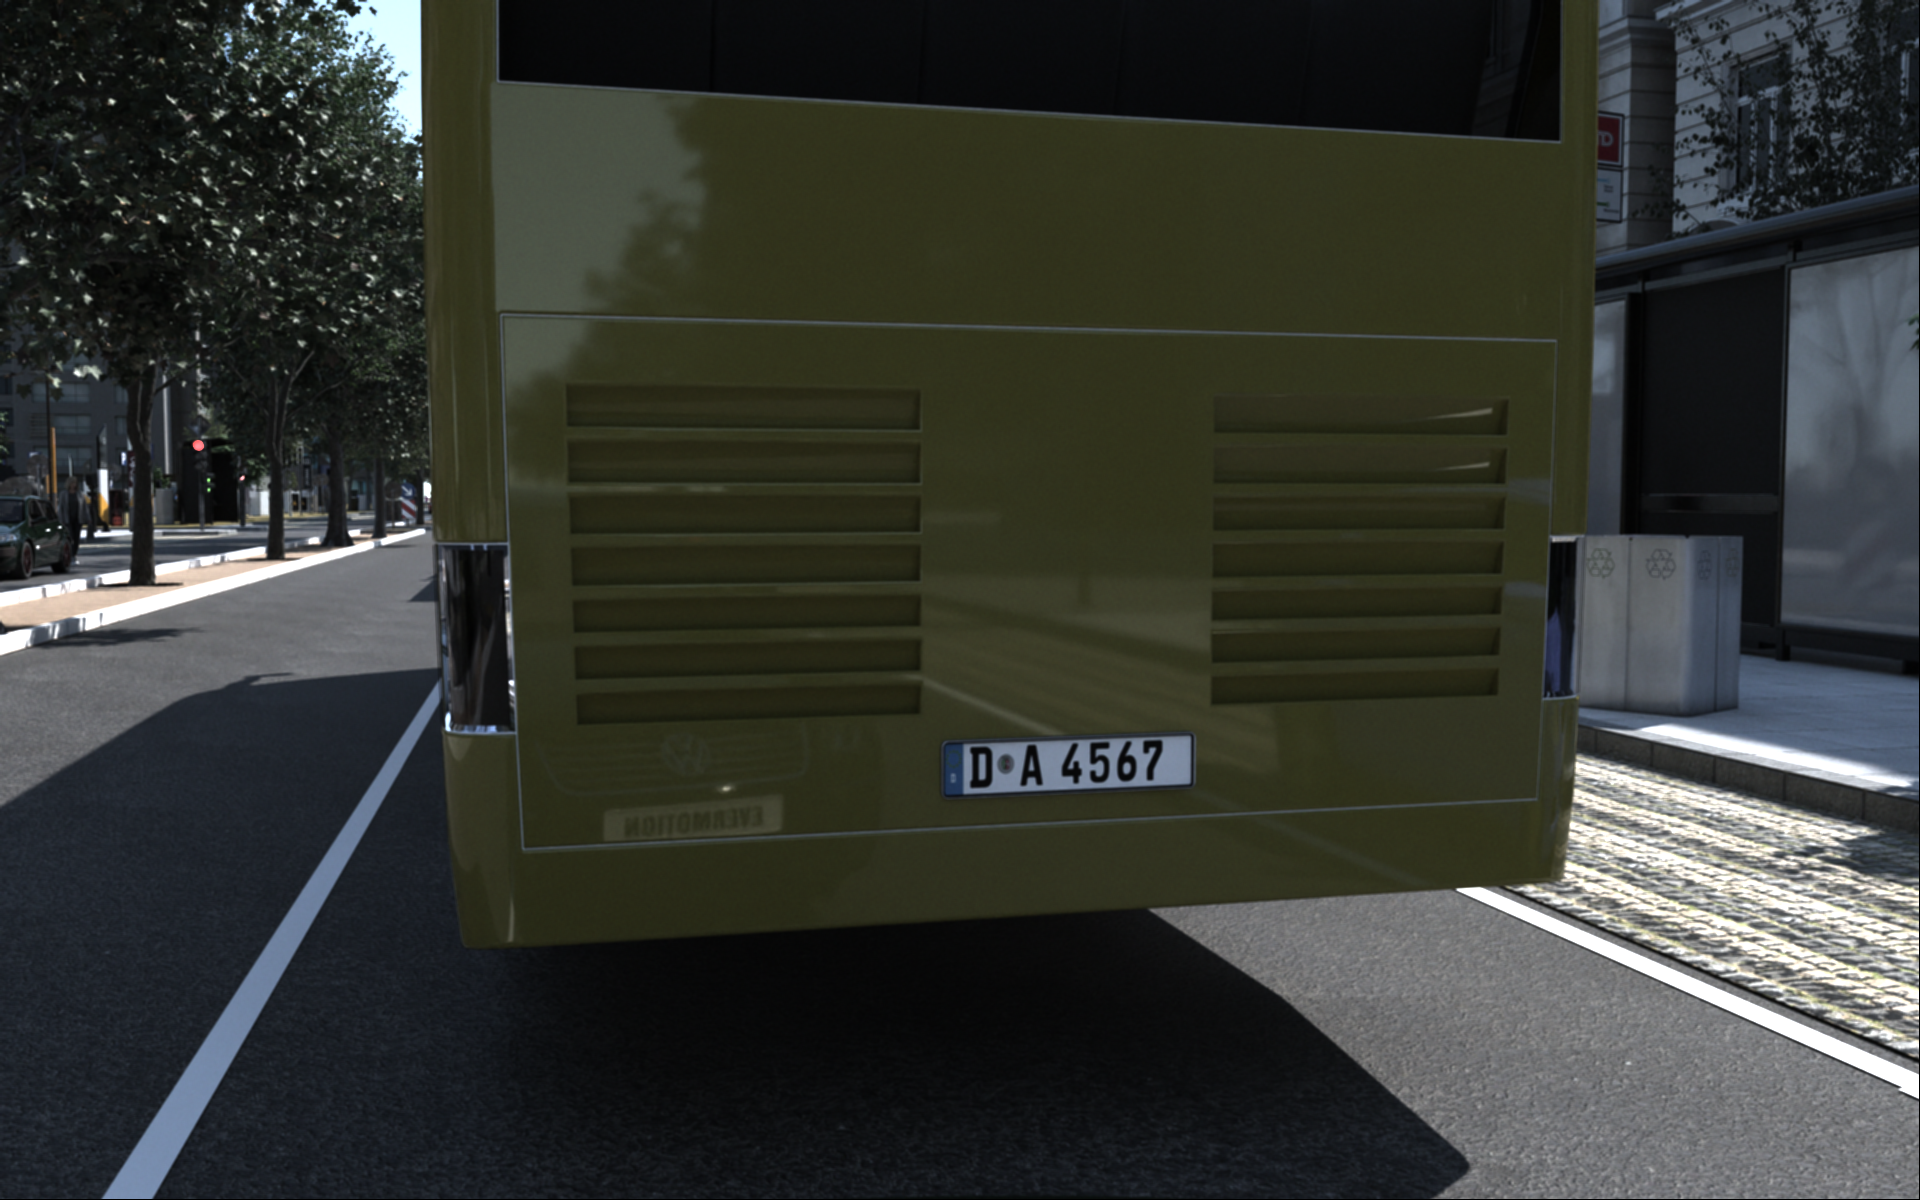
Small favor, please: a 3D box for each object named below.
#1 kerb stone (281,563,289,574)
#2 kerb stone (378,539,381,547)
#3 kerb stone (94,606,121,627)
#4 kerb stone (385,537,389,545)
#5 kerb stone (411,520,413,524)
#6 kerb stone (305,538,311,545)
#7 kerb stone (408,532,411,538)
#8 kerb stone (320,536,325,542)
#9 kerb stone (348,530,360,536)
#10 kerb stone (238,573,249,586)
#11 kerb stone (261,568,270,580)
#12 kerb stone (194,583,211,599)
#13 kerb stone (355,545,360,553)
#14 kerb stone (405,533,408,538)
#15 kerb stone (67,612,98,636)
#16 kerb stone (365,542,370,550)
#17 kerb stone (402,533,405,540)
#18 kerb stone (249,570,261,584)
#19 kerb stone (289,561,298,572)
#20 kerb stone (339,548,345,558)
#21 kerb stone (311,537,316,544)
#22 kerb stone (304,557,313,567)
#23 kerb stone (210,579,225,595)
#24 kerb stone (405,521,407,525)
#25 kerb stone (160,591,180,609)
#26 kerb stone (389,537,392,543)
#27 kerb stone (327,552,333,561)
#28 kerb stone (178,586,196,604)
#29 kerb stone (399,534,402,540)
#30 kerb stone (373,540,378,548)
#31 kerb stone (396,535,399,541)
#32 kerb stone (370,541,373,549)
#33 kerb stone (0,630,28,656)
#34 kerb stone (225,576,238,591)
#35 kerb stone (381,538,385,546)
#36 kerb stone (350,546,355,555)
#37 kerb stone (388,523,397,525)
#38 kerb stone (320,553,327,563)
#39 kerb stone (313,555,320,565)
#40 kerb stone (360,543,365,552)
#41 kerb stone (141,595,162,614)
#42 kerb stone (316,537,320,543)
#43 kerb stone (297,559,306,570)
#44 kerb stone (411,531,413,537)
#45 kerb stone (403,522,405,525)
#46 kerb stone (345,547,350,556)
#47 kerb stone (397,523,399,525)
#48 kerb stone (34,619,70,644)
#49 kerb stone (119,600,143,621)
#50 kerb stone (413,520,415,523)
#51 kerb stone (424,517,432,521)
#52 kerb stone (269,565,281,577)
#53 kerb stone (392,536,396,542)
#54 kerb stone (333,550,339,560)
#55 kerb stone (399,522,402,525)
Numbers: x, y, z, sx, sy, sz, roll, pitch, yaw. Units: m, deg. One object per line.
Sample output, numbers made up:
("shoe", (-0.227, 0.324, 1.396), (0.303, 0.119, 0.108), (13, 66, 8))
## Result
("kerb stone", (-12.170, -0.535, 30.936), (0.120, 0.150, 1.000), (-1, 4, -13))
("kerb stone", (-15.862, -1.513, 46.933), (0.120, 0.150, 1.000), (-1, 4, -13))
("kerb stone", (-9.401, 0.199, 18.947), (0.120, 0.150, 1.000), (-1, 4, -13))
("kerb stone", (-16.315, -1.635, 48.929), (0.120, 0.150, 1.000), (-1, 4, -13))
("kerb stone", (-26.089, -3.652, 81.906), (0.120, 0.150, 1.000), (-1, 4, -13))
("kerb stone", (-18.351, -1.602, 48.385), (0.120, 0.150, 1.000), (-1, 4, -13))
("kerb stone", (-17.931, -2.061, 55.927), (0.120, 0.150, 1.000), (-1, 4, -13))
("kerb stone", (-19.040, -1.784, 51.377), (0.120, 0.150, 1.000), (-1, 4, -13))
("kerb stone", (-21.119, -2.334, 60.360), (0.120, 0.150, 1.000), (-1, 4, -13))
("kerb stone", (-11.246, -0.286, 26.942), (0.120, 0.150, 1.000), (-1, 4, -13))
("kerb stone", (-11.713, -0.412, 28.941), (0.120, 0.150, 1.000), (-1, 4, -13))
("kerb stone", (-10.556, -0.107, 23.942), (0.120, 0.150, 1.000), (-1, 4, -13))
("kerb stone", (-14.709, -1.205, 41.923), (0.120, 0.150, 1.000), (-1, 4, -13))
("kerb stone", (-17.703, -2.002, 54.931), (0.120, 0.150, 1.000), (-1, 4, -13))
("kerb stone", (-9.164, 0.259, 17.953), (0.120, 0.150, 1.000), (-1, 4, -13))
("kerb stone", (-15.159, -1.329, 43.928), (0.120, 0.150, 1.000), (-1, 4, -13))
("kerb stone", (-17.477, -1.936, 53.932), (0.120, 0.150, 1.000), (-1, 4, -13))
("kerb stone", (-11.473, -0.351, 27.942), (0.120, 0.150, 1.000), (-1, 4, -13))
("kerb stone", (-12.400, -0.596, 31.932), (0.120, 0.150, 1.000), (-1, 4, -13))
("kerb stone", (-14.007, -1.023, 38.926), (0.120, 0.150, 1.000), (-1, 4, -13))
("kerb stone", (-18.578, -1.660, 49.382), (0.120, 0.150, 1.000), (-1, 4, -13))
("kerb stone", (-12.858, -0.718, 33.928), (0.120, 0.150, 1.000), (-1, 4, -13))
("kerb stone", (-10.779, -0.168, 24.940), (0.120, 0.150, 1.000), (-1, 4, -13))
("kerb stone", (-25.403, -3.469, 78.910), (0.120, 0.150, 1.000), (-1, 4, -13))
("kerb stone", (-10.092, 0.015, 21.952), (0.120, 0.150, 1.000), (-1, 4, -13))
("kerb stone", (-16.550, -1.696, 49.932), (0.120, 0.150, 1.000), (-1, 4, -13))
("kerb stone", (-13.551, -0.901, 36.919), (0.120, 0.150, 1.000), (-1, 4, -13))
("kerb stone", (-10.324, -0.046, 22.947), (0.120, 0.150, 1.000), (-1, 4, -13))
("kerb stone", (-17.240, -1.880, 52.925), (0.120, 0.150, 1.000), (-1, 4, -13))
("kerb stone", (-15.630, -1.448, 45.935), (0.120, 0.150, 1.000), (-1, 4, -13))
("kerb stone", (-17.010, -1.813, 51.928), (0.120, 0.150, 1.000), (-1, 4, -13))
("kerb stone", (-15.402, -1.391, 44.936), (0.120, 0.150, 1.000), (-1, 4, -13))
("kerb stone", (-8.709, 0.382, 15.949), (0.120, 0.150, 1.000), (-1, 4, -13))
("kerb stone", (-11.010, -0.228, 25.936), (0.120, 0.150, 1.000), (-1, 4, -13))
("kerb stone", (-16.088, -1.570, 47.933), (0.120, 0.150, 1.000), (-1, 4, -13))
("kerb stone", (-14.472, -1.145, 40.922), (0.120, 0.150, 1.000), (-1, 4, -13))
("kerb stone", (-24.246, -3.164, 73.921), (0.120, 0.150, 1.000), (-1, 4, -13))
("kerb stone", (-13.316, -0.840, 35.925), (0.120, 0.150, 1.000), (-1, 4, -13))
("kerb stone", (-13.090, -0.779, 34.928), (0.120, 0.150, 1.000), (-1, 4, -13))
("kerb stone", (-14.932, -1.268, 42.928), (0.120, 0.150, 1.000), (-1, 4, -13))
("kerb stone", (-9.857, 0.077, 20.941), (0.120, 0.150, 1.000), (-1, 4, -13))
("kerb stone", (-18.816, -1.719, 50.379), (0.120, 0.150, 1.000), (-1, 4, -13))
("kerb stone", (-12.627, -0.656, 32.929), (0.120, 0.150, 1.000), (-1, 4, -13))
("kerb stone", (-18.164, -2.124, 56.923), (0.120, 0.150, 1.000), (-1, 4, -13))
("kerb stone", (-25.167, -3.408, 77.913), (0.120, 0.150, 1.000), (-1, 4, -13))
("kerb stone", (-14.244, -1.084, 39.921), (0.120, 0.150, 1.000), (-1, 4, -13))
("kerb stone", (-24.471, -3.225, 74.926), (0.120, 0.150, 1.000), (-1, 4, -13))
("kerb stone", (-8.945, 0.321, 16.950), (0.120, 0.150, 1.000), (-1, 4, -13))
("kerb stone", (-9.626, 0.138, 19.944), (0.120, 0.150, 1.000), (-1, 4, -13))
("kerb stone", (-26.320, -3.713, 82.903), (0.120, 0.150, 1.000), (-1, 4, -13))
("kerb stone", (-28.862, -4.387, 93.916), (0.120, 0.150, 1.000), (-1, 4, -13))
("kerb stone", (-11.932, -0.474, 29.940), (0.120, 0.150, 1.000), (-1, 4, -13))
("kerb stone", (-16.784, -1.757, 50.927), (0.120, 0.150, 1.000), (-1, 4, -13))
("kerb stone", (-13.776, -0.959, 37.918), (0.120, 0.150, 1.000), (-1, 4, -13))
("kerb stone", (-24.702, -3.278, 75.922), (0.120, 0.150, 1.000), (-1, 4, -13))
